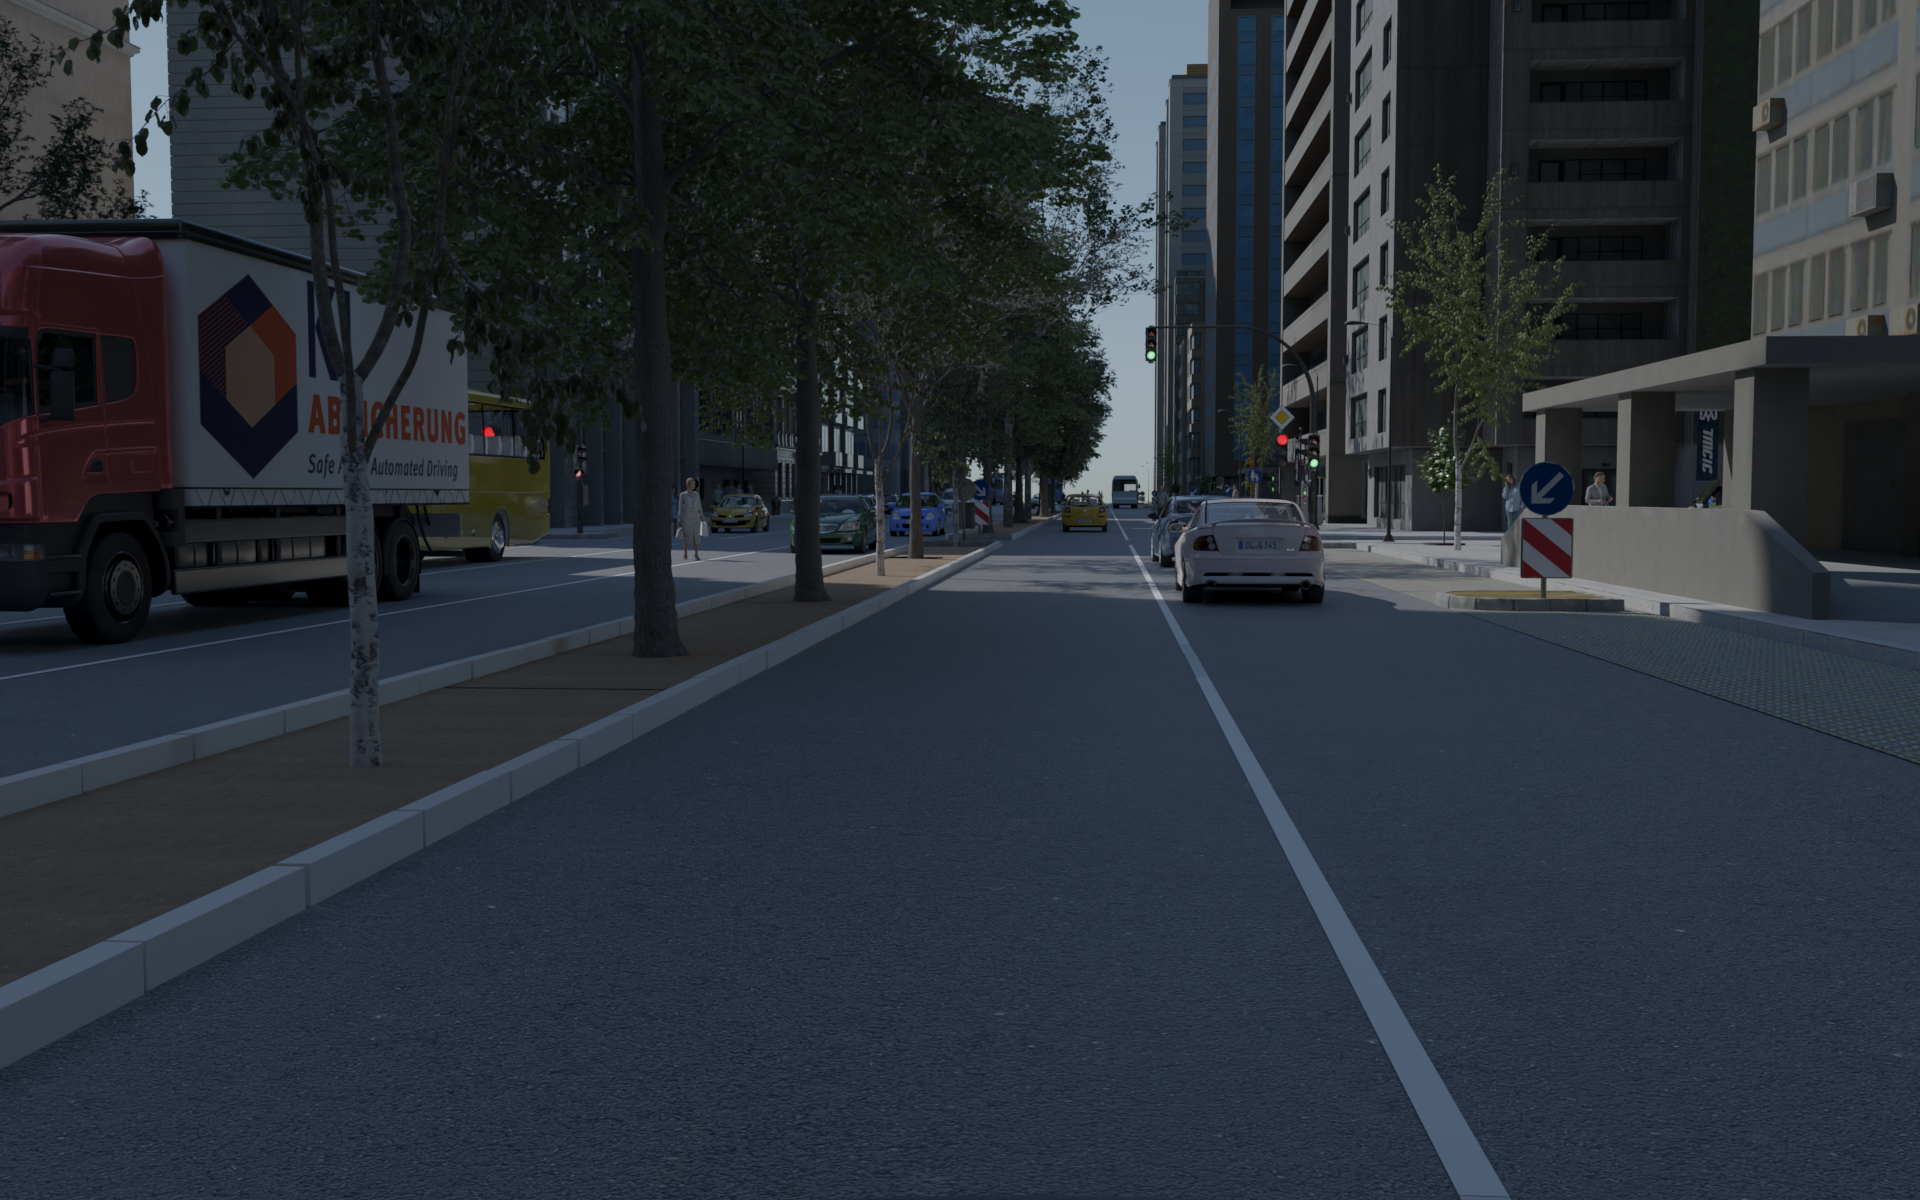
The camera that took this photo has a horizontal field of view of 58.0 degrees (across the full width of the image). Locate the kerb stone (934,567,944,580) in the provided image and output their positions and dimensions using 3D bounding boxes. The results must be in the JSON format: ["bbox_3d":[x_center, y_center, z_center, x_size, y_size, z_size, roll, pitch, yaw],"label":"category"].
[{"bbox_3d":[-0.424,-0.416,28.992,0.120,0.150,1.000,0,4,5],"label":"kerb stone"}]

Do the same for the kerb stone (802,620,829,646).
[{"bbox_3d":[-1.432,0.334,16.731,0.120,0.150,1.000,0,4,5],"label":"kerb stone"}]

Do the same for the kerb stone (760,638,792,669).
[{"bbox_3d":[-1.592,0.459,14.683,0.120,0.150,1.000,0,4,5],"label":"kerb stone"}]

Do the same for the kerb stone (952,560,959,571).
[{"bbox_3d":[-0.172,-0.603,32.050,0.120,0.150,1.000,0,4,5],"label":"kerb stone"}]

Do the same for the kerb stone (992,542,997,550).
[{"bbox_3d":[0.761,-1.288,43.302,0.120,0.150,1.000,0,4,5],"label":"kerb stone"}]

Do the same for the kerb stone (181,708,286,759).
[{"bbox_3d":[-4.113,0.759,9.780,0.120,0.150,1.000,0,4,5],"label":"kerb stone"}]

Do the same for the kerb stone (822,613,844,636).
[{"bbox_3d":[-1.346,0.272,17.753,0.120,0.150,1.000,0,4,5],"label":"kerb stone"}]

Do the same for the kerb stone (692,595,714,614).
[{"bbox_3d":[-3.190,0.073,20.998,0.120,0.150,1.000,0,4,5],"label":"kerb stone"}]

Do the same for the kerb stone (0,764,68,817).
[{"bbox_3d":[-4.274,0.884,7.737,0.120,0.150,1.000,0,4,5],"label":"kerb stone"}]

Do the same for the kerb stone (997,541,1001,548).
[{"bbox_3d":[0.924,-1.416,45.350,0.120,0.150,1.000,0,4,5],"label":"kerb stone"}]

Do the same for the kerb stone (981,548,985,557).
[{"bbox_3d":[0.423,-1.037,39.202,0.120,0.150,1.000,0,4,5],"label":"kerb stone"}]

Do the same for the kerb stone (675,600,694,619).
[{"bbox_3d":[-3.274,0.139,19.978,0.120,0.150,1.000,0,4,5],"label":"kerb stone"}]

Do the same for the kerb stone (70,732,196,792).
[{"bbox_3d":[-4.200,0.824,8.761,0.120,0.150,1.000,0,4,5],"label":"kerb stone"}]

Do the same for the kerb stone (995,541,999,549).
[{"bbox_3d":[0.844,-1.348,44.331,0.120,0.150,1.000,0,4,5],"label":"kerb stone"}]

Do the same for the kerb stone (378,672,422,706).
[{"bbox_3d":[-3.945,0.635,11.817,0.120,0.150,1.000,0,4,5],"label":"kerb stone"}]

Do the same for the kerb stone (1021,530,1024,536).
[{"bbox_3d":[1.974,-2.197,58.121,0.120,0.150,1.000,0,4,5],"label":"kerb stone"}]

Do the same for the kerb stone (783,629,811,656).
[{"bbox_3d":[-1.514,0.401,15.703,0.120,0.150,1.000,0,4,5],"label":"kerb stone"}]

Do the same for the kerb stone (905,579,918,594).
[{"bbox_3d":[-0.751,-0.166,24.906,0.120,0.150,1.000,0,4,5],"label":"kerb stone"}]

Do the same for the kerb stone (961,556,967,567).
[{"bbox_3d":[-0.003,-0.727,34.097,0.120,0.150,1.000,0,4,5],"label":"kerb stone"}]

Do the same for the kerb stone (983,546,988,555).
[{"bbox_3d":[0.501,-1.103,40.228,0.120,0.150,1.000,0,4,5],"label":"kerb stone"}]

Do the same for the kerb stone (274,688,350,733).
[{"bbox_3d":[-4.027,0.697,10.798,0.120,0.150,1.000,0,4,5],"label":"kerb stone"}]

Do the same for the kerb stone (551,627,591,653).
[{"bbox_3d":[-3.615,0.389,15.898,0.120,0.150,1.000,0,4,5],"label":"kerb stone"}]

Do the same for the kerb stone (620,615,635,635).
[{"bbox_3d":[-3.431,0.261,17.935,0.120,0.150,1.000,0,4,5],"label":"kerb stone"}]

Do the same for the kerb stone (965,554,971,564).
[{"bbox_3d":[0.081,-0.790,35.116,0.120,0.150,1.000,0,4,5],"label":"kerb stone"}]

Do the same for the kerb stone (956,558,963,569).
[{"bbox_3d":[-0.087,-0.665,33.073,0.120,0.150,1.000,0,4,5],"label":"kerb stone"}]

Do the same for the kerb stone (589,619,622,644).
[{"bbox_3d":[-3.523,0.323,16.916,0.120,0.150,1.000,0,4,5],"label":"kerb stone"}]

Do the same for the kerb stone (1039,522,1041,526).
[{"bbox_3d":[3.240,-3.134,73.457,0.120,0.150,1.000,0,4,5],"label":"kerb stone"}]

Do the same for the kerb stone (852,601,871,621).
[{"bbox_3d":[-1.174,0.147,19.790,0.120,0.150,1.000,0,4,5],"label":"kerb stone"}]

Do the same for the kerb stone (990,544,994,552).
[{"bbox_3d":[0.671,-1.222,42.276,0.120,0.150,1.000,0,4,5],"label":"kerb stone"}]

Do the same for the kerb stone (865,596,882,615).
[{"bbox_3d":[-1.091,0.086,20.815,0.120,0.150,1.000,0,4,5],"label":"kerb stone"}]

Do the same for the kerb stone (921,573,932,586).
[{"bbox_3d":[-0.587,-0.291,26.945,0.120,0.150,1.000,0,4,5],"label":"kerb stone"}]

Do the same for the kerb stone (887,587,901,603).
[{"bbox_3d":[-0.924,-0.040,22.869,0.120,0.150,1.000,0,4,5],"label":"kerb stone"}]

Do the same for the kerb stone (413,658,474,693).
[{"bbox_3d":[-3.866,0.572,12.839,0.120,0.150,1.000,0,4,5],"label":"kerb stone"}]

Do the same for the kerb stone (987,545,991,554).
[{"bbox_3d":[0.592,-1.165,41.251,0.120,0.150,1.000,0,4,5],"label":"kerb stone"}]

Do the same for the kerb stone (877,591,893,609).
[{"bbox_3d":[-0.999,0.022,21.837,0.120,0.150,1.000,0,4,5],"label":"kerb stone"}]

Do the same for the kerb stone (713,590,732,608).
[{"bbox_3d":[-3.102,0.011,22.019,0.120,0.150,1.000,0,4,5],"label":"kerb stone"}]

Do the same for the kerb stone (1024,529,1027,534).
[{"bbox_3d":[2.144,-2.320,60.170,0.120,0.150,1.000,0,4,5],"label":"kerb stone"}]

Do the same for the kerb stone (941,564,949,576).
[{"bbox_3d":[-0.340,-0.478,30.011,0.120,0.150,1.000,0,4,5],"label":"kerb stone"}]

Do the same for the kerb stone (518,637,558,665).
[{"bbox_3d":[-3.691,0.455,14.879,0.120,0.150,1.000,0,4,5],"label":"kerb stone"}]

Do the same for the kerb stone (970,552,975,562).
[{"bbox_3d":[0.164,-0.853,36.136,0.120,0.150,1.000,0,4,5],"label":"kerb stone"}]

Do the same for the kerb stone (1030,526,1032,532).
[{"bbox_3d":[2.479,-2.572,64.254,0.120,0.150,1.000,0,4,5],"label":"kerb stone"}]

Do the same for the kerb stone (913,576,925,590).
[{"bbox_3d":[-0.680,-0.228,25.927,0.120,0.150,1.000,0,4,5],"label":"kerb stone"}]

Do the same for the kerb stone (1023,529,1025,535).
[{"bbox_3d":[2.062,-2.252,59.140,0.120,0.150,1.000,0,4,5],"label":"kerb stone"}]

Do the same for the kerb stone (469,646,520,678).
[{"bbox_3d":[-3.768,0.510,13.859,0.120,0.150,1.000,0,4,5],"label":"kerb stone"}]

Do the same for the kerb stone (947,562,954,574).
[{"bbox_3d":[-0.250,-0.539,31.031,0.120,0.150,1.000,0,4,5],"label":"kerb stone"}]

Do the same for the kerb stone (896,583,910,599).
[{"bbox_3d":[-0.843,-0.100,23.888,0.120,0.150,1.000,0,4,5],"label":"kerb stone"}]

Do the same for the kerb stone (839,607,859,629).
[{"bbox_3d":[-1.251,0.209,18.771,0.120,0.150,1.000,0,4,5],"label":"kerb stone"}]

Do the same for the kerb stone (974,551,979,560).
[{"bbox_3d":[0.257,-0.915,37.154,0.120,0.150,1.000,0,4,5],"label":"kerb stone"}]

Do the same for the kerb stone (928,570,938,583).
[{"bbox_3d":[-0.501,-0.353,27.964,0.120,0.150,1.000,0,4,5],"label":"kerb stone"}]

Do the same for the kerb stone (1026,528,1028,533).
[{"bbox_3d":[2.233,-2.385,61.188,0.120,0.150,1.000,0,4,5],"label":"kerb stone"}]

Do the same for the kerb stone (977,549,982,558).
[{"bbox_3d":[0.334,-0.978,38.179,0.120,0.150,1.000,0,4,5],"label":"kerb stone"}]

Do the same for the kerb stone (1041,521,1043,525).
[{"bbox_3d":[3.418,-3.260,75.503,0.120,0.150,1.000,0,4,5],"label":"kerb stone"}]

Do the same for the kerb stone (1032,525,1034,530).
[{"bbox_3d":[2.650,-2.697,66.295,0.120,0.150,1.000,0,4,5],"label":"kerb stone"}]

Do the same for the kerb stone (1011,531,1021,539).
[{"bbox_3d":[1.813,-2.068,56.082,0.120,0.150,1.000,0,4,5],"label":"kerb stone"}]
